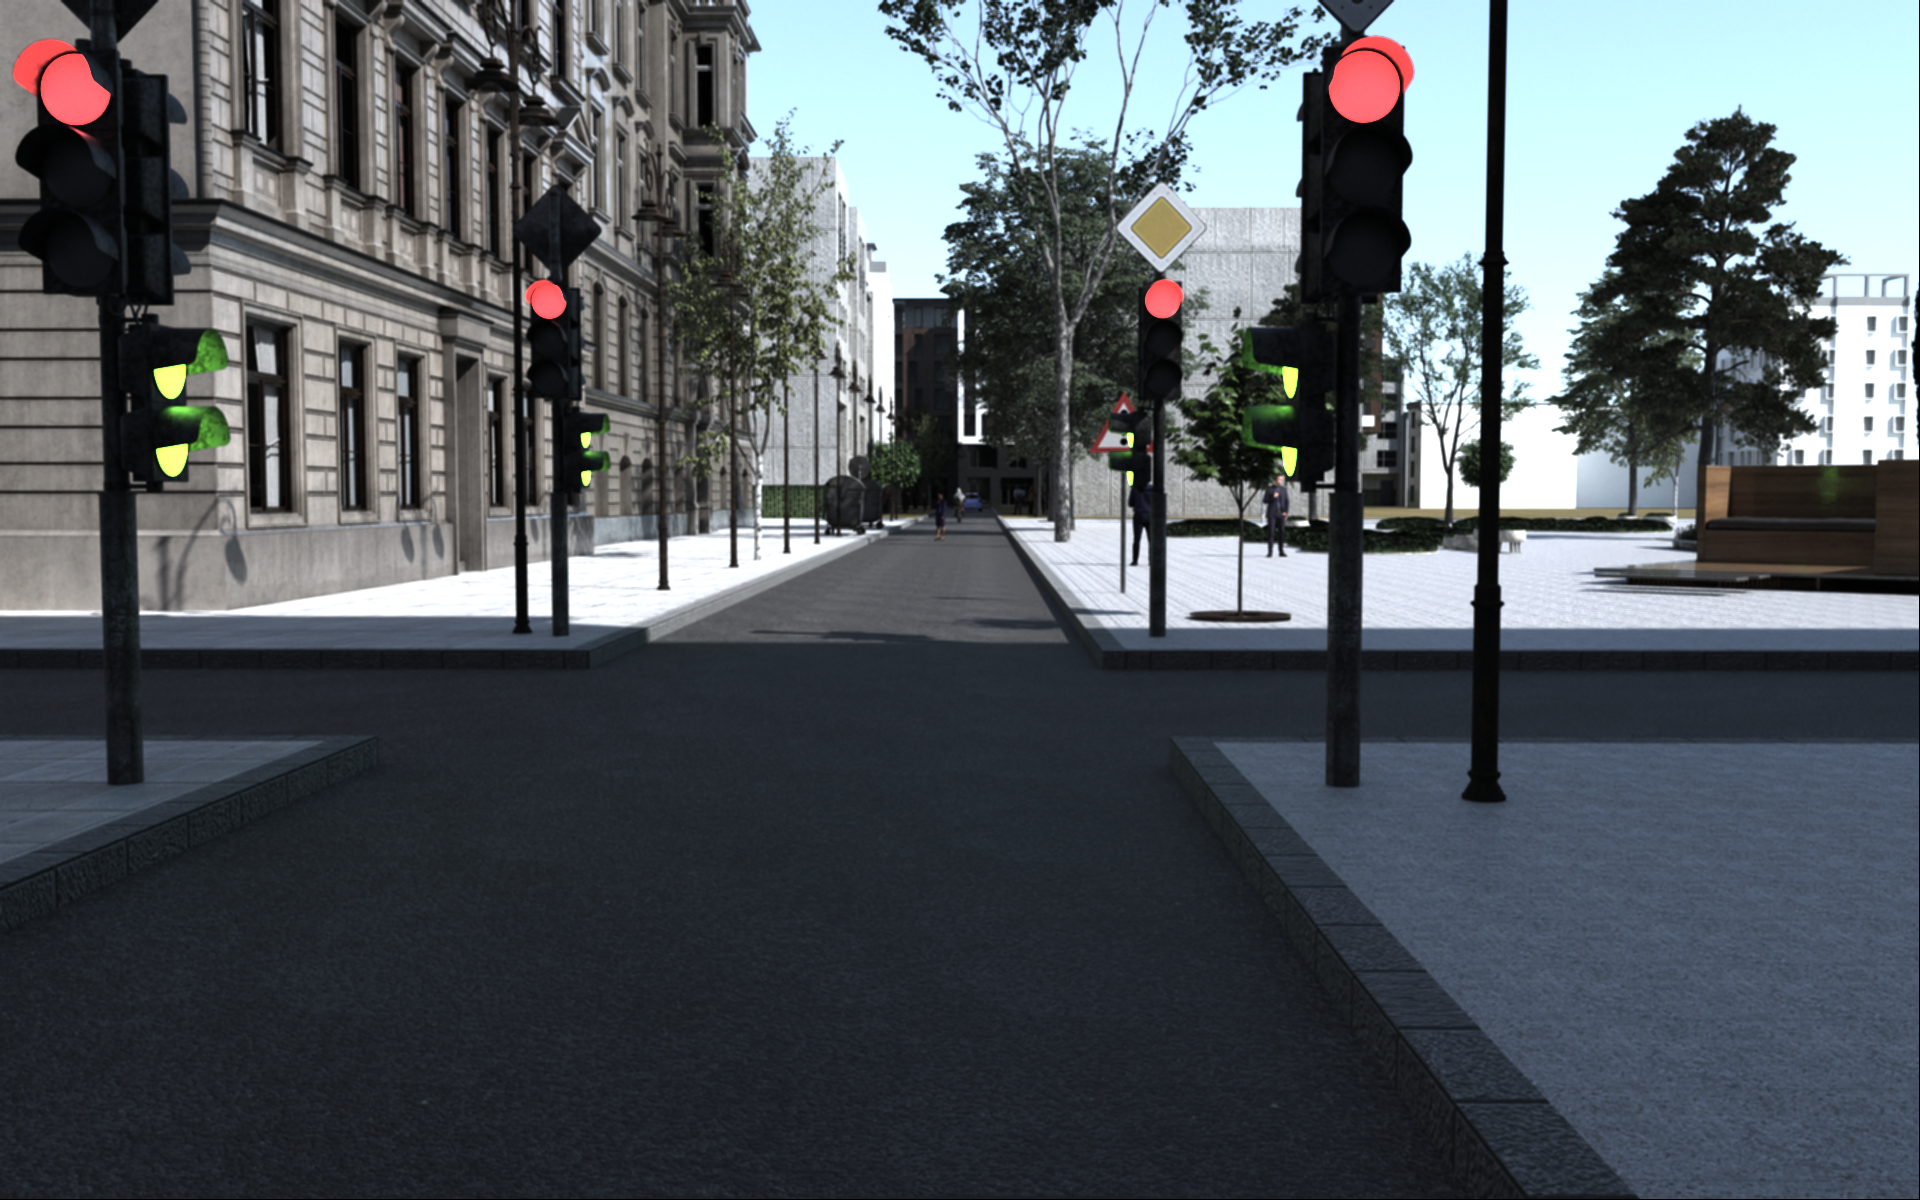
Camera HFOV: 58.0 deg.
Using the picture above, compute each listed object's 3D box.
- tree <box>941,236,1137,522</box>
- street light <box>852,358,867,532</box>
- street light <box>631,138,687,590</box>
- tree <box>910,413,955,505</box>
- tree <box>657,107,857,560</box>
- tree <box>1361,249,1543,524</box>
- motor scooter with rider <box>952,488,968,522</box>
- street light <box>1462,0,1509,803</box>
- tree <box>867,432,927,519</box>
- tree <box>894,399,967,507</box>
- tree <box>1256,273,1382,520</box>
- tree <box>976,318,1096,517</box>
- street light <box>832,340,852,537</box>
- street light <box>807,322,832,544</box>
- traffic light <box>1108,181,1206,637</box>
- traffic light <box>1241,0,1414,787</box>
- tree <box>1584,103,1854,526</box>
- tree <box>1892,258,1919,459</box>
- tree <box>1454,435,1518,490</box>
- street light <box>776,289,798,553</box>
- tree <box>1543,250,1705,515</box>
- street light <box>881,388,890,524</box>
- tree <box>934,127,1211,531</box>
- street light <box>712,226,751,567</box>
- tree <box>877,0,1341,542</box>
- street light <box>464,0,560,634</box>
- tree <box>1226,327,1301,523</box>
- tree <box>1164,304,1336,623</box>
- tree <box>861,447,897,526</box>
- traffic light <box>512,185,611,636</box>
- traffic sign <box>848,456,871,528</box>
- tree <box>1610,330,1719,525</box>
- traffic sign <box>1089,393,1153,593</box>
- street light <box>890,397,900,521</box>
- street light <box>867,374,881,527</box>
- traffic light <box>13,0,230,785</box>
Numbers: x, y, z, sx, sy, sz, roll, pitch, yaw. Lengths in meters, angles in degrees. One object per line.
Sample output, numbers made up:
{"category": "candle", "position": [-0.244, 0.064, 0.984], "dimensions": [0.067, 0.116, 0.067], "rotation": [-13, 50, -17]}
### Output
{"category": "tree", "position": [4.377, -10.366, 79.859], "dimensions": [12.009, 13.543, 11.850], "rotation": [0, 3, 0]}
{"category": "street light", "position": [-3.582, -5.281, 59.130], "dimensions": [0.468, 5.910, 1.993], "rotation": [0, 4, 1]}
{"category": "street light", "position": [-3.966, -3.071, 23.003], "dimensions": [0.468, 5.910, 1.993], "rotation": [0, 4, 1]}
{"category": "tree", "position": [-2.665, -12.588, 156.168], "dimensions": [4.737, 8.622, 4.395], "rotation": [0, 3, 0]}
{"category": "tree", "position": [-3.952, -5.089, 33.572], "dimensions": [4.737, 8.622, 4.395], "rotation": [0, 3, 0]}
{"category": "tree", "position": [21.196, -9.132, 75.068], "dimensions": [9.928, 11.665, 9.643], "rotation": [0, 3, 0]}
{"category": "motor scooter with rider", "position": [0.007, -4.879, 88.737], "dimensions": [0.876, 1.779, 1.986], "rotation": [0, 4, 2]}
{"category": "street light", "position": [2.204, -2.099, 7.109], "dimensions": [0.468, 5.910, 1.993], "rotation": [0, 4, 1]}
{"category": "tree", "position": [-3.570, -6.582, 91.335], "dimensions": [4.285, 4.588, 4.351], "rotation": [0, 3, 0]}
{"category": "tree", "position": [-3.522, -14.331, 168.723], "dimensions": [8.767, 10.594, 7.601], "rotation": [-1, 4, -9]}
{"category": "tree", "position": [17.038, -9.886, 83.686], "dimensions": [6.751, 12.117, 7.091], "rotation": [0, 3, 0]}
{"category": "tree", "position": [4.445, -10.370, 95.312], "dimensions": [9.928, 11.665, 9.643], "rotation": [0, 3, 0]}
{"category": "street light", "position": [-3.649, -4.843, 51.966], "dimensions": [0.468, 5.910, 1.993], "rotation": [0, 4, 1]}
{"category": "street light", "position": [-3.684, -4.386, 44.493], "dimensions": [0.468, 5.910, 1.993], "rotation": [0, 4, 1]}
{"category": "traffic light", "position": [1.764, -1.607, 15.516], "dimensions": [0.839, 4.213, 0.868], "rotation": [0, 4, 1]}
{"category": "traffic light", "position": [1.670, -1.118, 7.532], "dimensions": [0.839, 4.213, 0.868], "rotation": [0, 4, 1]}
{"category": "tree", "position": [21.195, -7.763, 48.978], "dimensions": [6.751, 12.117, 7.091], "rotation": [0, 3, 0]}
{"category": "tree", "position": [49.385, -10.867, 79.490], "dimensions": [13.155, 14.587, 18.604], "rotation": [0, 4, -6]}
{"category": "tree", "position": [27.037, -6.457, 89.278], "dimensions": [4.285, 4.588, 4.351], "rotation": [0, 3, 0]}
{"category": "street light", "position": [-3.749, -3.947, 37.329], "dimensions": [0.468, 5.910, 1.993], "rotation": [0, 4, 1]}
{"category": "tree", "position": [31.255, -9.954, 80.881], "dimensions": [7.486, 12.596, 7.792], "rotation": [0, 3, 0]}
{"category": "street light", "position": [-3.379, -6.179, 73.819], "dimensions": [0.468, 5.910, 1.993], "rotation": [0, 4, 1]}
{"category": "tree", "position": [3.834, -9.419, 60.663], "dimensions": [9.857, 13.997, 8.962], "rotation": [0, 3, 0]}
{"category": "street light", "position": [-3.961, -3.509, 30.167], "dimensions": [0.468, 5.910, 1.993], "rotation": [0, 4, 1]}
{"category": "tree", "position": [3.904, -11.558, 44.863], "dimensions": [12.611, 20.169, 13.585], "rotation": [0, 3, 0]}
{"category": "street light", "position": [-4.040, -2.631, 15.811], "dimensions": [0.468, 5.910, 1.993], "rotation": [0, 4, 1]}
{"category": "tree", "position": [13.432, -7.686, 76.036], "dimensions": [4.737, 8.622, 4.395], "rotation": [0, 3, 0]}
{"category": "tree", "position": [2.858, -1.421, 17.838], "dimensions": [1.663, 3.219, 1.824], "rotation": [0, 3, 0]}
{"category": "tree", "position": [-3.654, -4.666, 70.892], "dimensions": [1.663, 3.219, 1.824], "rotation": [0, 3, 0]}
{"category": "traffic light", "position": [-3.598, -1.610, 15.563], "dimensions": [0.839, 4.213, 0.868], "rotation": [0, 4, 1]}
{"category": "traffic sign", "position": [-3.333, -3.500, 57.329], "dimensions": [0.768, 2.556, 0.104], "rotation": [1, 4, 9]}
{"category": "tree", "position": [29.926, -7.490, 72.820], "dimensions": [4.737, 8.622, 4.395], "rotation": [0, 3, 0]}
{"category": "traffic sign", "position": [2.111, -1.368, 22.371], "dimensions": [0.884, 2.594, 0.081], "rotation": [0, 4, 2]}
{"category": "street light", "position": [-3.219, -6.621, 81.034], "dimensions": [0.468, 5.910, 1.993], "rotation": [0, 4, 1]}
{"category": "street light", "position": [-3.439, -5.726, 66.409], "dimensions": [0.468, 5.910, 1.993], "rotation": [0, 4, 1]}
{"category": "traffic light", "position": [-3.691, -1.121, 7.578], "dimensions": [0.839, 4.213, 0.868], "rotation": [0, 4, 1]}
